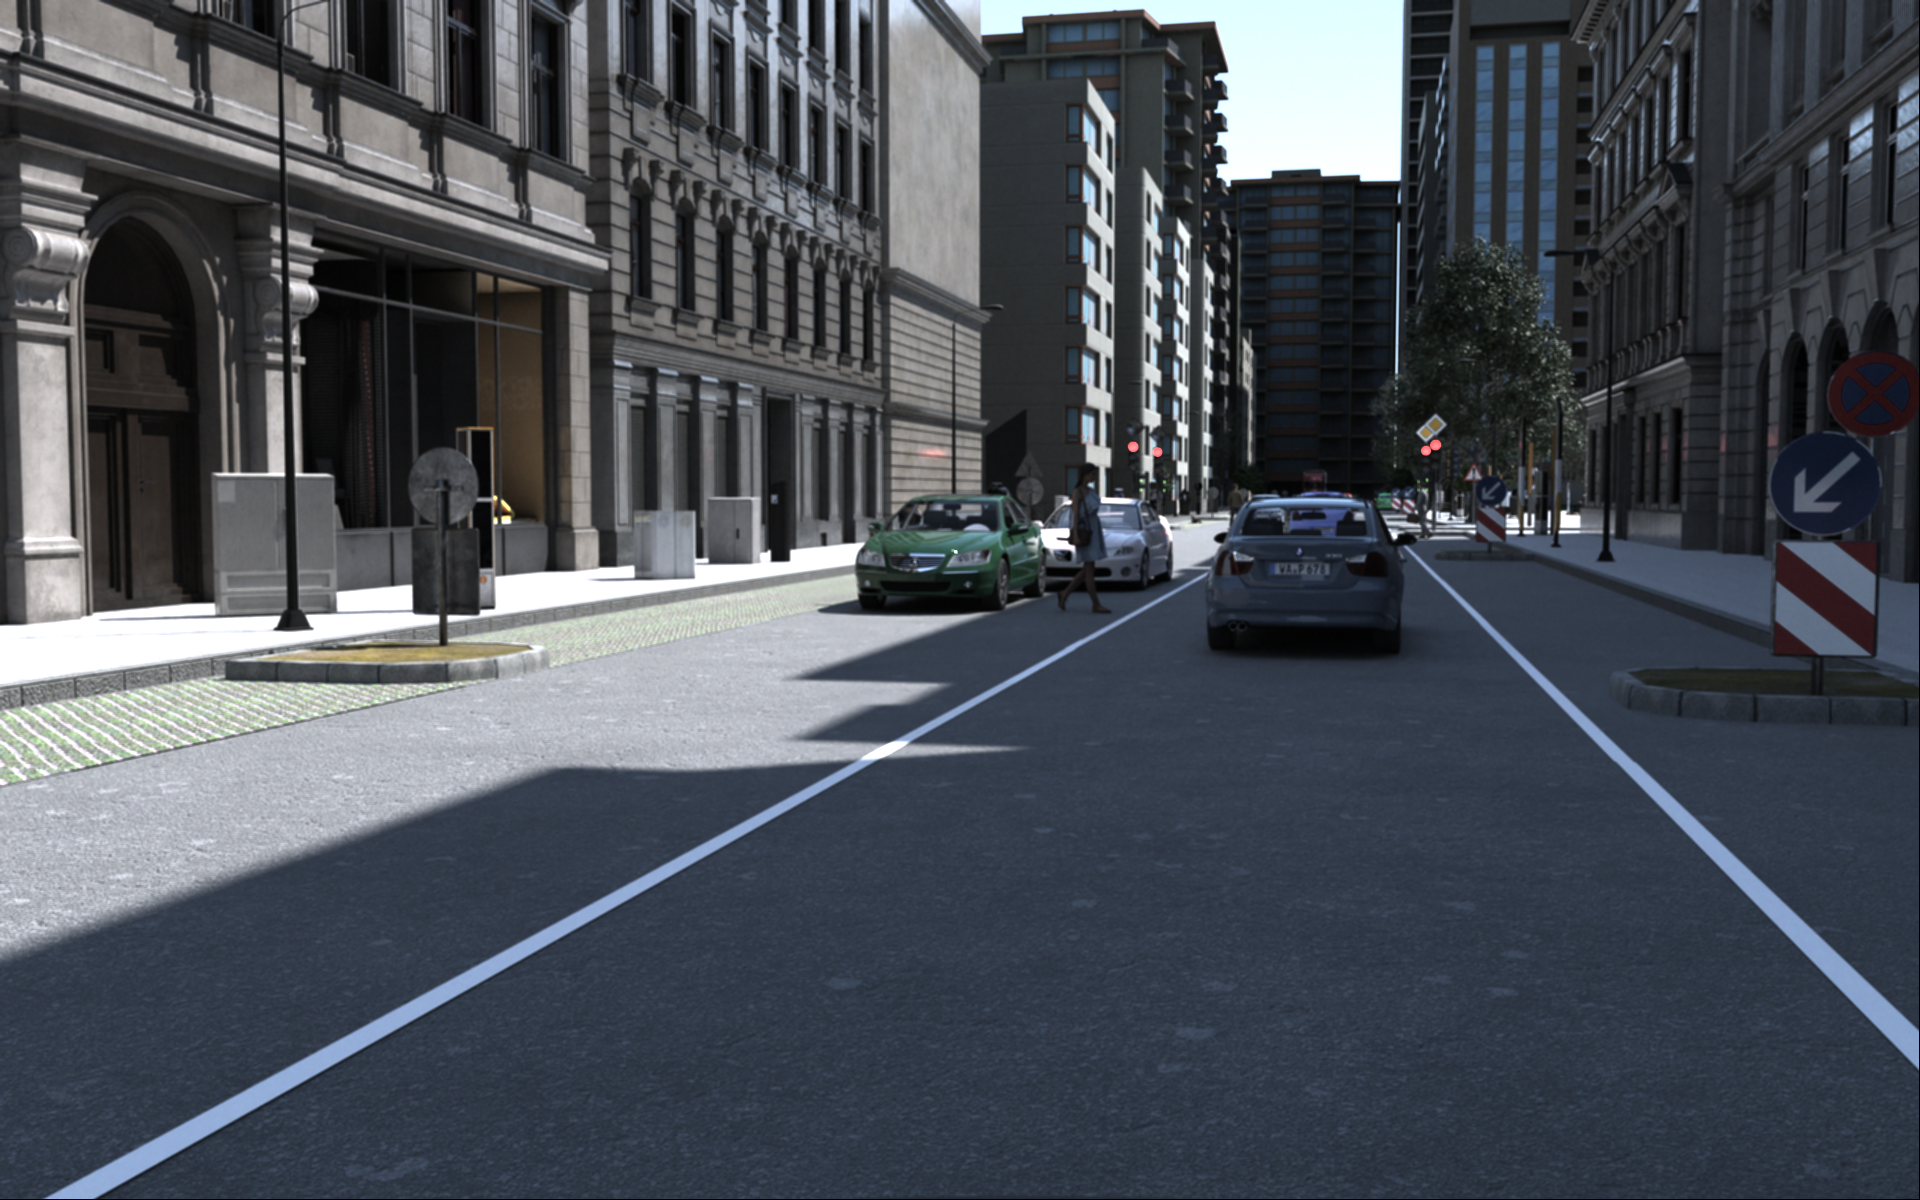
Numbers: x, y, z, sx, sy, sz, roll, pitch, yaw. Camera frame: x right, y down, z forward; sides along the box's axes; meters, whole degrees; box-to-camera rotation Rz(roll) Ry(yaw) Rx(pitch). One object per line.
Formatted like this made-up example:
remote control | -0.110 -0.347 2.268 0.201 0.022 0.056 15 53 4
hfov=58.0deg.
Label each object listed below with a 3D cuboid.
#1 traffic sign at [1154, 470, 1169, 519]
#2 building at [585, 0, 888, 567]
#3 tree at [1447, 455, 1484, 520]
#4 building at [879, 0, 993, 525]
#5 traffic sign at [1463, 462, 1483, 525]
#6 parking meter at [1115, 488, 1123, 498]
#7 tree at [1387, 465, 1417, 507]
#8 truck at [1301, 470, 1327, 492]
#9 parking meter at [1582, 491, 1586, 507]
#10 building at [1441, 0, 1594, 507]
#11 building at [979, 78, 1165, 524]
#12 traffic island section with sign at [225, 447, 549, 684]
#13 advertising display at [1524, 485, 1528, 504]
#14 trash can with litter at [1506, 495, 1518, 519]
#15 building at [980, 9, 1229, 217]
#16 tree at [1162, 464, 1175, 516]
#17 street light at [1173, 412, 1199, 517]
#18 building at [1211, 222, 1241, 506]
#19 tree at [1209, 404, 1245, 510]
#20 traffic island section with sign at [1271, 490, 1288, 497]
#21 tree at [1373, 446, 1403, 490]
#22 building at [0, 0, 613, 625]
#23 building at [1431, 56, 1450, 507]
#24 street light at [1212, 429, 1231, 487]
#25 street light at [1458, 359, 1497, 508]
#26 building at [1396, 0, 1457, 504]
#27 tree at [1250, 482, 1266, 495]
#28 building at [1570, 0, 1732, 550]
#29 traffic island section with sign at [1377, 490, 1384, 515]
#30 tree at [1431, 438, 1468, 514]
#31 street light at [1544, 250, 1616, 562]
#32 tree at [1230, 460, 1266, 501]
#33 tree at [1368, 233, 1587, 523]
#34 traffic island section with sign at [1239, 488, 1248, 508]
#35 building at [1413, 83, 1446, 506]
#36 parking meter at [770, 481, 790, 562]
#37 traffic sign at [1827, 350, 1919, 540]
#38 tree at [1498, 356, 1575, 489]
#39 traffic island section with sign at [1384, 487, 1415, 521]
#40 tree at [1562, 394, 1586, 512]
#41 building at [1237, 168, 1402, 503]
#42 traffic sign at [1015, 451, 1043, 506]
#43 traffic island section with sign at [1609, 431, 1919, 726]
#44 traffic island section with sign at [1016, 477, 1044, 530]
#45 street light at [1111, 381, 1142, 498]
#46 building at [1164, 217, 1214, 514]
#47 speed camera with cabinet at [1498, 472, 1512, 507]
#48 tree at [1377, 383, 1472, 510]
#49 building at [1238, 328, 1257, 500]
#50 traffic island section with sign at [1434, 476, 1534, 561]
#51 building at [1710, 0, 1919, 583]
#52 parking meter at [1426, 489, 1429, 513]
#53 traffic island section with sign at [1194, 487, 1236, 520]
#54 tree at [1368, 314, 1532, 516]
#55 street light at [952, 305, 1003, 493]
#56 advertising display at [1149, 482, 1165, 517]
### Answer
traffic sign | 10.451 -5.493 89.923 0.768 2.556 0.104 1 4 20
building | -8.599 -11.635 39.390 9.793 20.994 18.267 1 4 13
tree | 24.987 -5.566 85.607 1.663 3.219 1.824 0 3 0
building | -16.868 -14.572 57.344 34.723 24.649 14.460 1 4 13
traffic sign | 21.051 -4.341 70.986 0.884 2.594 0.081 1 4 18
parking meter | 6.732 -3.971 73.341 0.372 1.533 0.369 0 3 0
tree | 43.724 -11.488 171.535 4.285 4.588 4.351 0 3 0
truck | 41.427 -13.045 202.202 2.839 4.237 11.283 1 4 13
parking meter | 45.136 -7.139 125.125 0.372 1.533 0.369 0 3 0
building | 49.848 -30.621 150.760 14.600 45.320 14.200 1 4 13
building | -5.004 -14.943 89.352 27.650 21.520 28.899 1 4 13
traffic island section with sign | -4.446 -0.326 13.956 1.989 1.847 2.006 1 4 13
advertising display | 40.153 -7.127 121.742 0.974 1.923 0.123 2 4 35
trash can with litter | 28.692 -4.888 90.984 2.233 1.210 1.678 0 4 -5
building | 13.238 -30.989 161.293 22.147 44.769 28.867 1 4 13
tree | 12.230 -6.641 103.175 1.663 3.219 1.824 0 3 0
street light | 12.799 -7.683 98.160 1.470 5.913 1.316 1 4 13
building | 21.848 -25.081 181.775 14.160 30.474 14.107 1 4 13
tree | 21.094 -11.636 140.607 4.360 8.622 3.978 0 3 0
traffic island section with sign | 30.880 -9.854 169.732 1.989 1.847 2.006 1 4 13
tree | 53.915 -16.256 216.145 4.737 8.622 4.395 0 3 0
building | -14.855 -9.766 10.579 10.553 20.767 40.483 1 4 13
building | 58.826 -33.767 171.702 23.786 49.044 30.456 1 4 13
street light | 18.773 -9.306 124.699 1.470 5.913 1.316 1 4 13
street light | 17.843 -5.327 59.641 1.470 5.913 1.316 1 4 13
building | 69.388 -48.508 231.359 20.611 71.187 20.563 1 4 13
tree | 34.005 -12.277 195.334 1.663 3.219 1.824 0 3 0
building | 23.058 -11.140 46.765 10.561 19.102 19.286 1 4 13
traffic island section with sign | 29.897 -6.765 119.227 1.989 1.847 2.006 1 4 13
tree | 31.556 -10.002 113.895 4.360 8.622 3.978 0 3 0
street light | 11.793 -3.697 32.987 1.470 5.913 1.316 1 4 13
tree | 27.725 -11.195 166.747 4.285 4.588 4.351 0 3 0
tree | 22.924 -9.740 76.263 9.611 12.733 9.660 0 3 0
traffic island section with sign | 19.830 -6.876 121.043 1.989 1.847 2.006 1 4 13
building | 63.345 -35.085 197.343 21.300 48.544 21.600 1 4 13
parking meter | -3.407 -1.494 32.831 0.372 1.533 0.369 0 3 0
traffic sign | 8.134 -0.939 15.461 0.768 2.556 0.104 1 4 19
tree | 28.632 -8.298 86.040 4.737 8.622 4.395 0 3 0
traffic island section with sign | 23.877 -5.141 92.680 1.989 1.847 2.006 1 4 13
tree | 43.021 -10.503 122.085 4.360 8.622 3.978 0 3 0
building | 44.980 -35.582 236.385 28.867 44.769 22.147 1 4 13
traffic sign | 2.056 -3.188 52.124 0.884 2.594 0.081 1 4 19
traffic island section with sign | 5.534 -0.191 11.743 1.989 1.847 2.006 1 4 13
traffic island section with sign | 1.605 -1.959 40.651 1.989 1.847 2.006 1 4 13
street light | 6.823 -6.060 71.621 1.470 5.913 1.316 1 4 13
building | 3.234 -17.138 125.252 27.650 21.520 28.899 1 4 13
speed camera with cabinet | 41.158 -8.352 130.896 0.660 3.252 2.038 -1 4 -9
tree | 38.123 -13.190 141.405 9.928 11.665 9.643 0 3 0
building | 19.865 -22.095 206.300 28.899 21.520 27.650 1 4 13
traffic island section with sign | 11.483 -1.799 38.036 1.989 1.847 2.006 1 4 13
building | 19.716 -11.184 24.663 13.314 21.916 24.055 1 4 13
parking meter | 32.414 -7.029 120.627 0.399 1.863 0.255 2 4 33
traffic island section with sign | 13.836 -5.257 94.583 1.989 1.847 2.006 1 4 13
tree | 29.680 -11.792 103.165 12.009 13.543 11.850 0 3 0
street light | 0.373 -4.298 42.815 1.470 5.913 1.316 1 4 13
advertising display | 10.643 -5.401 93.525 0.974 1.923 0.123 3 5 43
